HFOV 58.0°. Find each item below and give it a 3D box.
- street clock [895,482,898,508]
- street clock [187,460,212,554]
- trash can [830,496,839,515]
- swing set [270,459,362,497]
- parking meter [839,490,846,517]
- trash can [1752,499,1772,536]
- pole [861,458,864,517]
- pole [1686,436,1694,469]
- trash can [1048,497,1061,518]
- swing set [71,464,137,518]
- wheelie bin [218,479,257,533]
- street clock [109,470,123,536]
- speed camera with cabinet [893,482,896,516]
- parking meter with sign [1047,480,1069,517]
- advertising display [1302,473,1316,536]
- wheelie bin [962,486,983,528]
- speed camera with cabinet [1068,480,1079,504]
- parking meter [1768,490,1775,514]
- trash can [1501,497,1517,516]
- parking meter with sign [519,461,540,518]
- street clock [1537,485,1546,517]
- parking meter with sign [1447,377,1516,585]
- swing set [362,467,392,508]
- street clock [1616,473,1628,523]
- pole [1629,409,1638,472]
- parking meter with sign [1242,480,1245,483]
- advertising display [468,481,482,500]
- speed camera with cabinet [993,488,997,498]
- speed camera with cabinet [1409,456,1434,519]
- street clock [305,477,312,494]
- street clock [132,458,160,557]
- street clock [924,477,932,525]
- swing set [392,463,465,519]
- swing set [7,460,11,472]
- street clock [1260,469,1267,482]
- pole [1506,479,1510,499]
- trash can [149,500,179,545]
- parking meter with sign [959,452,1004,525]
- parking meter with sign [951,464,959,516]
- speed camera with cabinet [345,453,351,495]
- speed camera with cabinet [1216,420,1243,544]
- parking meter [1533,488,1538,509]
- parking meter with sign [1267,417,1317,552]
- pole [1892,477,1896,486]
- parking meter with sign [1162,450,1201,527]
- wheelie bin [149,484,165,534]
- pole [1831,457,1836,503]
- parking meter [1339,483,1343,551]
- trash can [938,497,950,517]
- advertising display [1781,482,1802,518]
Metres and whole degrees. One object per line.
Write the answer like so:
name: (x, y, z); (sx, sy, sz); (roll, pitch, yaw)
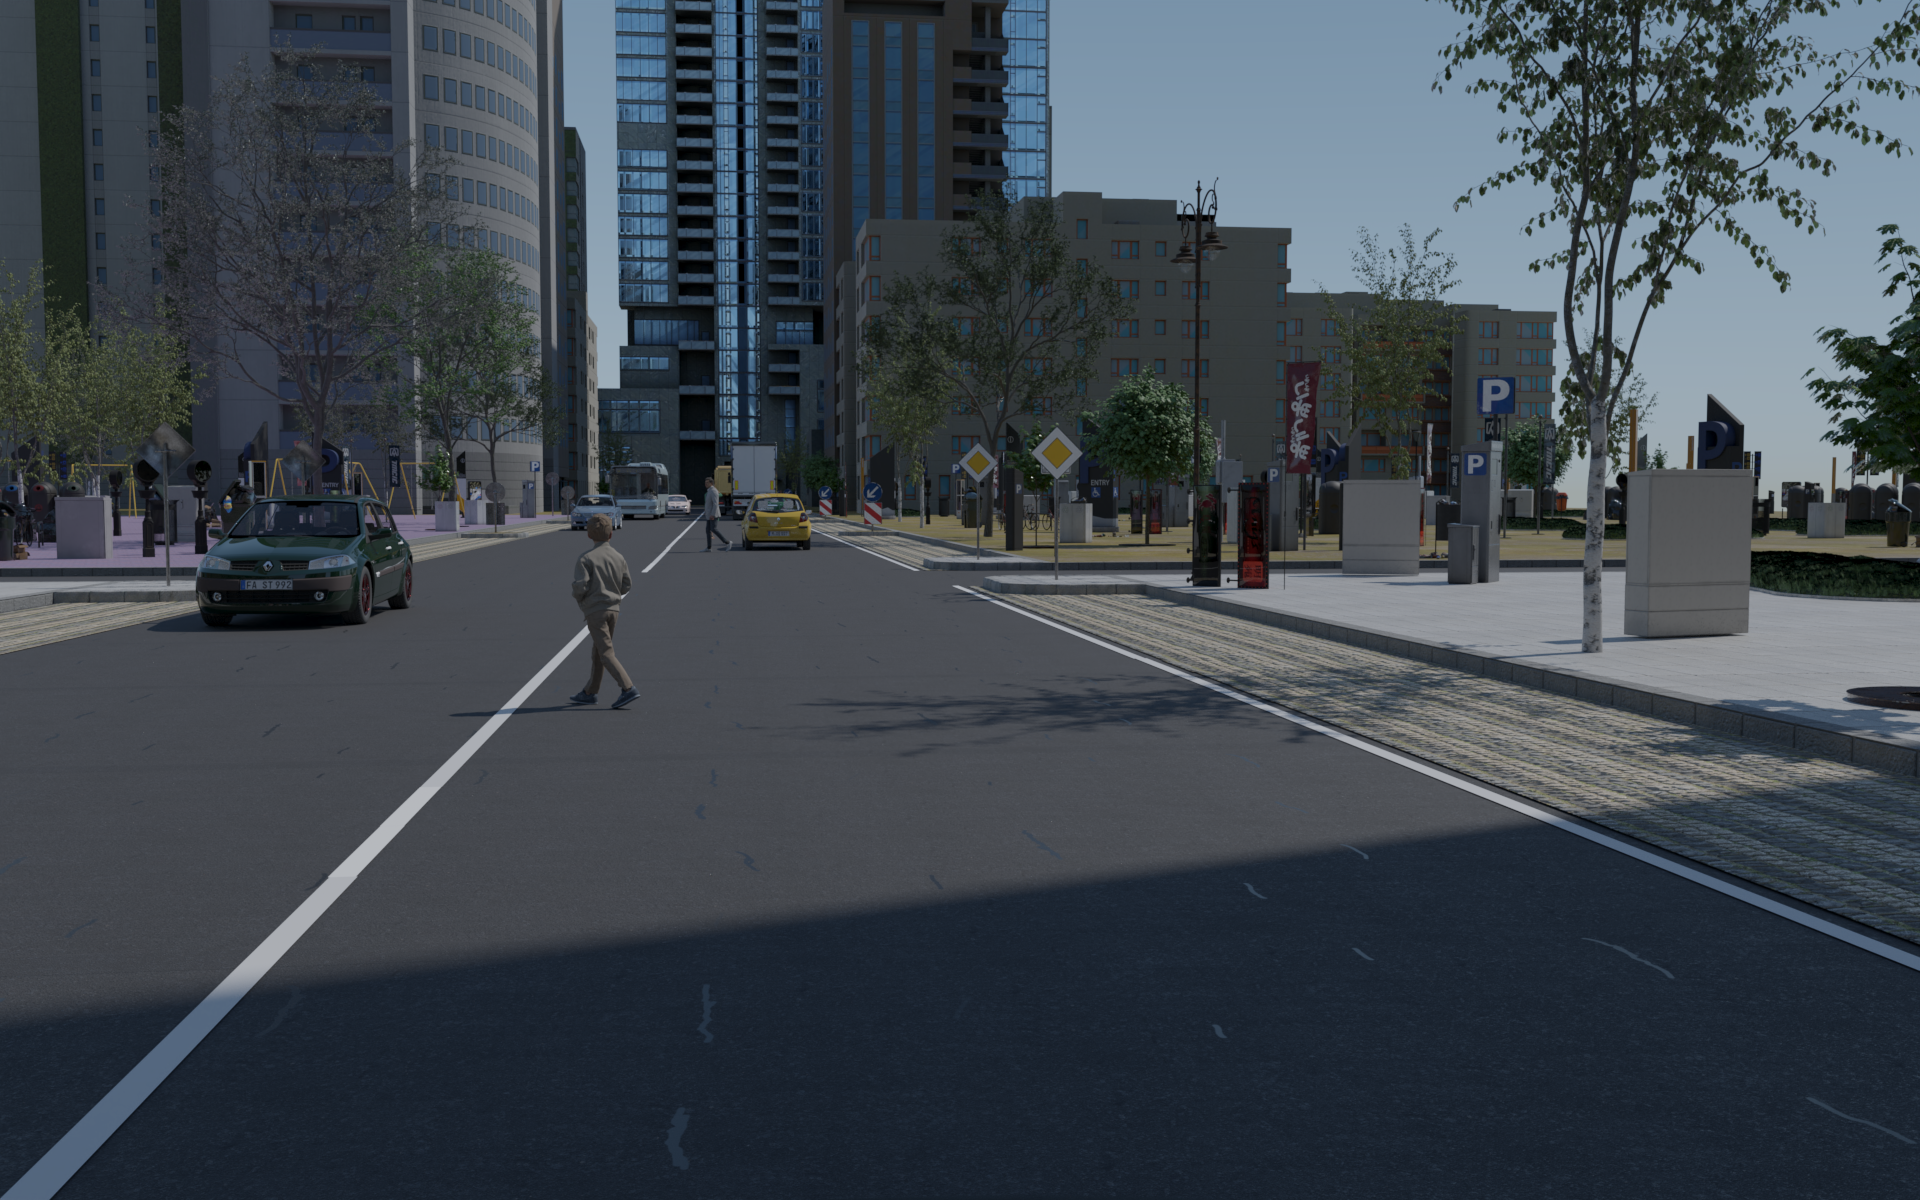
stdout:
street clock: (-3.858, -6.098, 104.276); (0.471, 2.002, 0.358); (2, 4, 32)
street clock: (-16.221, -1.982, 36.978); (0.358, 2.002, 0.471); (2, 4, 24)
trash can: (-7.624, -5.774, 106.052); (0.748, 1.137, 0.748); (0, 3, 0)
swing set: (-28.728, -4.845, 76.830); (3.119, 2.851, 2.862); (0, 4, 1)
parking meter: (-6.699, -5.526, 98.757); (0.372, 1.533, 0.369); (0, 3, 0)
trash can: (24.636, -2.554, 53.407); (0.748, 1.137, 0.748); (0, 3, 0)
pole: (-5.516, -6.367, 97.942); (0.158, 3.312, 0.155); (0, 3, 0)
pole: (25.520, -4.080, 60.546); (0.158, 3.312, 0.155); (0, 3, 0)
trash can: (5.002, -4.896, 91.704); (0.748, 1.137, 0.748); (0, 3, 0)
swing set: (-45.494, -5.784, 92.184); (3.119, 2.851, 2.862); (-2, 4, -32)
wheelie bin: (-15.618, -1.808, 37.476); (0.693, 1.594, 0.980); (-1, 4, -12)
street clock: (-25.729, -2.952, 52.830); (0.358, 2.002, 0.471); (0, 4, -4)
speed camera with cabinet: (-3.817, -6.028, 92.892); (0.660, 3.252, 2.038); (0, 4, 3)
parking meter with sign: (5.693, -6.117, 96.279); (1.738, 3.016, 0.543); (0, 4, 1)
advertising display: (10.678, -2.922, 52.982); (0.123, 1.923, 0.974); (0, 4, -5)
wheelie bin: (0.462, -3.505, 65.216); (0.693, 1.594, 0.980); (-1, 4, -19)
speed camera with cabinet: (6.949, -6.746, 104.635); (0.660, 3.252, 2.038); (-3, 5, -42)
parking meter: (52.425, -6.330, 111.913); (0.372, 1.533, 0.369); (0, 3, 0)
trash can: (25.214, -4.154, 79.570); (0.748, 1.137, 0.748); (0, 3, 0)
parking meter with sign: (-23.088, -5.899, 92.715); (0.543, 3.016, 1.738); (-3, 4, -38)
street clock: (24.907, -4.265, 74.304); (0.358, 2.002, 0.471); (-1, 4, -21)
parking meter with sign: (7.571, -1.772, 25.241); (0.543, 3.016, 1.738); (2, 4, 32)
swing set: (-29.918, -5.357, 85.212); (2.862, 2.851, 3.119); (0, 4, -5)
street clock: (23.318, -3.447, 60.928); (0.358, 2.002, 0.471); (-3, 4, -36)
pole: (16.211, -2.930, 41.746); (0.158, 3.312, 0.155); (0, 3, 0)
parking meter with sign: (14.838, -5.886, 92.495); (1.738, 3.016, 0.543); (1, 4, 23)
advertising display: (-24.058, -4.934, 85.878); (0.123, 1.923, 0.974); (1, 4, 19)
speed camera with cabinet: (2.272, -5.929, 91.273); (2.038, 3.252, 0.660); (1, 4, 12)
speed camera with cabinet: (24.022, -5.863, 90.193); (0.660, 3.252, 2.038); (3, 4, 38)
street clock: (-26.306, -3.990, 69.799); (0.358, 2.002, 0.471); (-1, 4, -22)
street clock: (-16.484, -1.869, 35.136); (0.471, 2.002, 0.358); (-3, 5, -43)
street clock: (-1.348, -4.180, 72.918); (0.358, 2.002, 0.471); (0, 4, -7)
swing set: (-26.877, -5.453, 86.776); (3.119, 2.851, 2.862); (1, 4, 12)
swing set: (-44.315, -5.035, 79.946); (3.119, 2.851, 2.862); (0, 4, 5)
street clock: (8.910, -2.773, 49.914); (0.471, 2.002, 0.358); (-1, 4, -21)
pole: (31.391, -6.442, 99.165); (0.158, 3.312, 0.155); (0, 3, 0)
trash can: (-19.977, -1.946, 43.463); (0.748, 1.137, 0.748); (0, 3, 0)
parking meter with sign: (0.931, -4.604, 71.533); (1.738, 3.016, 0.543); (0, 4, 4)
parking meter with sign: (-0.019, -6.403, 100.947); (0.543, 3.016, 1.738); (1, 4, 15)
speed camera with cabinet: (-29.555, -5.363, 82.016); (2.038, 3.252, 0.660); (0, 4, 3)
speed camera with cabinet: (7.321, -3.146, 45.766); (0.660, 3.252, 2.038); (0, 4, -8)
parking meter: (33.444, -5.803, 100.582); (0.399, 1.863, 0.255); (3, 5, 39)
parking meter with sign: (7.232, -2.608, 38.903); (1.738, 3.016, 0.543); (-3, 5, -41)
pole: (37.812, -4.666, 70.124); (0.158, 3.312, 0.155); (0, 3, 0)
parking meter with sign: (8.447, -4.323, 66.948); (1.738, 3.016, 0.543); (-2, 4, -28)
wheelie bin: (-25.923, -2.941, 55.987); (0.693, 1.594, 0.980); (0, 4, -1)
pole: (48.106, -6.210, 95.375); (0.158, 3.312, 0.155); (0, 3, 0)
parking meter: (8.806, -1.892, 39.350); (0.372, 1.533, 0.369); (0, 3, 0)
trash can: (-0.894, -5.261, 97.667); (0.748, 1.137, 0.748); (0, 3, 0)
advertising display: (42.958, -5.156, 89.517); (0.123, 1.923, 0.974); (-3, 5, -39)
